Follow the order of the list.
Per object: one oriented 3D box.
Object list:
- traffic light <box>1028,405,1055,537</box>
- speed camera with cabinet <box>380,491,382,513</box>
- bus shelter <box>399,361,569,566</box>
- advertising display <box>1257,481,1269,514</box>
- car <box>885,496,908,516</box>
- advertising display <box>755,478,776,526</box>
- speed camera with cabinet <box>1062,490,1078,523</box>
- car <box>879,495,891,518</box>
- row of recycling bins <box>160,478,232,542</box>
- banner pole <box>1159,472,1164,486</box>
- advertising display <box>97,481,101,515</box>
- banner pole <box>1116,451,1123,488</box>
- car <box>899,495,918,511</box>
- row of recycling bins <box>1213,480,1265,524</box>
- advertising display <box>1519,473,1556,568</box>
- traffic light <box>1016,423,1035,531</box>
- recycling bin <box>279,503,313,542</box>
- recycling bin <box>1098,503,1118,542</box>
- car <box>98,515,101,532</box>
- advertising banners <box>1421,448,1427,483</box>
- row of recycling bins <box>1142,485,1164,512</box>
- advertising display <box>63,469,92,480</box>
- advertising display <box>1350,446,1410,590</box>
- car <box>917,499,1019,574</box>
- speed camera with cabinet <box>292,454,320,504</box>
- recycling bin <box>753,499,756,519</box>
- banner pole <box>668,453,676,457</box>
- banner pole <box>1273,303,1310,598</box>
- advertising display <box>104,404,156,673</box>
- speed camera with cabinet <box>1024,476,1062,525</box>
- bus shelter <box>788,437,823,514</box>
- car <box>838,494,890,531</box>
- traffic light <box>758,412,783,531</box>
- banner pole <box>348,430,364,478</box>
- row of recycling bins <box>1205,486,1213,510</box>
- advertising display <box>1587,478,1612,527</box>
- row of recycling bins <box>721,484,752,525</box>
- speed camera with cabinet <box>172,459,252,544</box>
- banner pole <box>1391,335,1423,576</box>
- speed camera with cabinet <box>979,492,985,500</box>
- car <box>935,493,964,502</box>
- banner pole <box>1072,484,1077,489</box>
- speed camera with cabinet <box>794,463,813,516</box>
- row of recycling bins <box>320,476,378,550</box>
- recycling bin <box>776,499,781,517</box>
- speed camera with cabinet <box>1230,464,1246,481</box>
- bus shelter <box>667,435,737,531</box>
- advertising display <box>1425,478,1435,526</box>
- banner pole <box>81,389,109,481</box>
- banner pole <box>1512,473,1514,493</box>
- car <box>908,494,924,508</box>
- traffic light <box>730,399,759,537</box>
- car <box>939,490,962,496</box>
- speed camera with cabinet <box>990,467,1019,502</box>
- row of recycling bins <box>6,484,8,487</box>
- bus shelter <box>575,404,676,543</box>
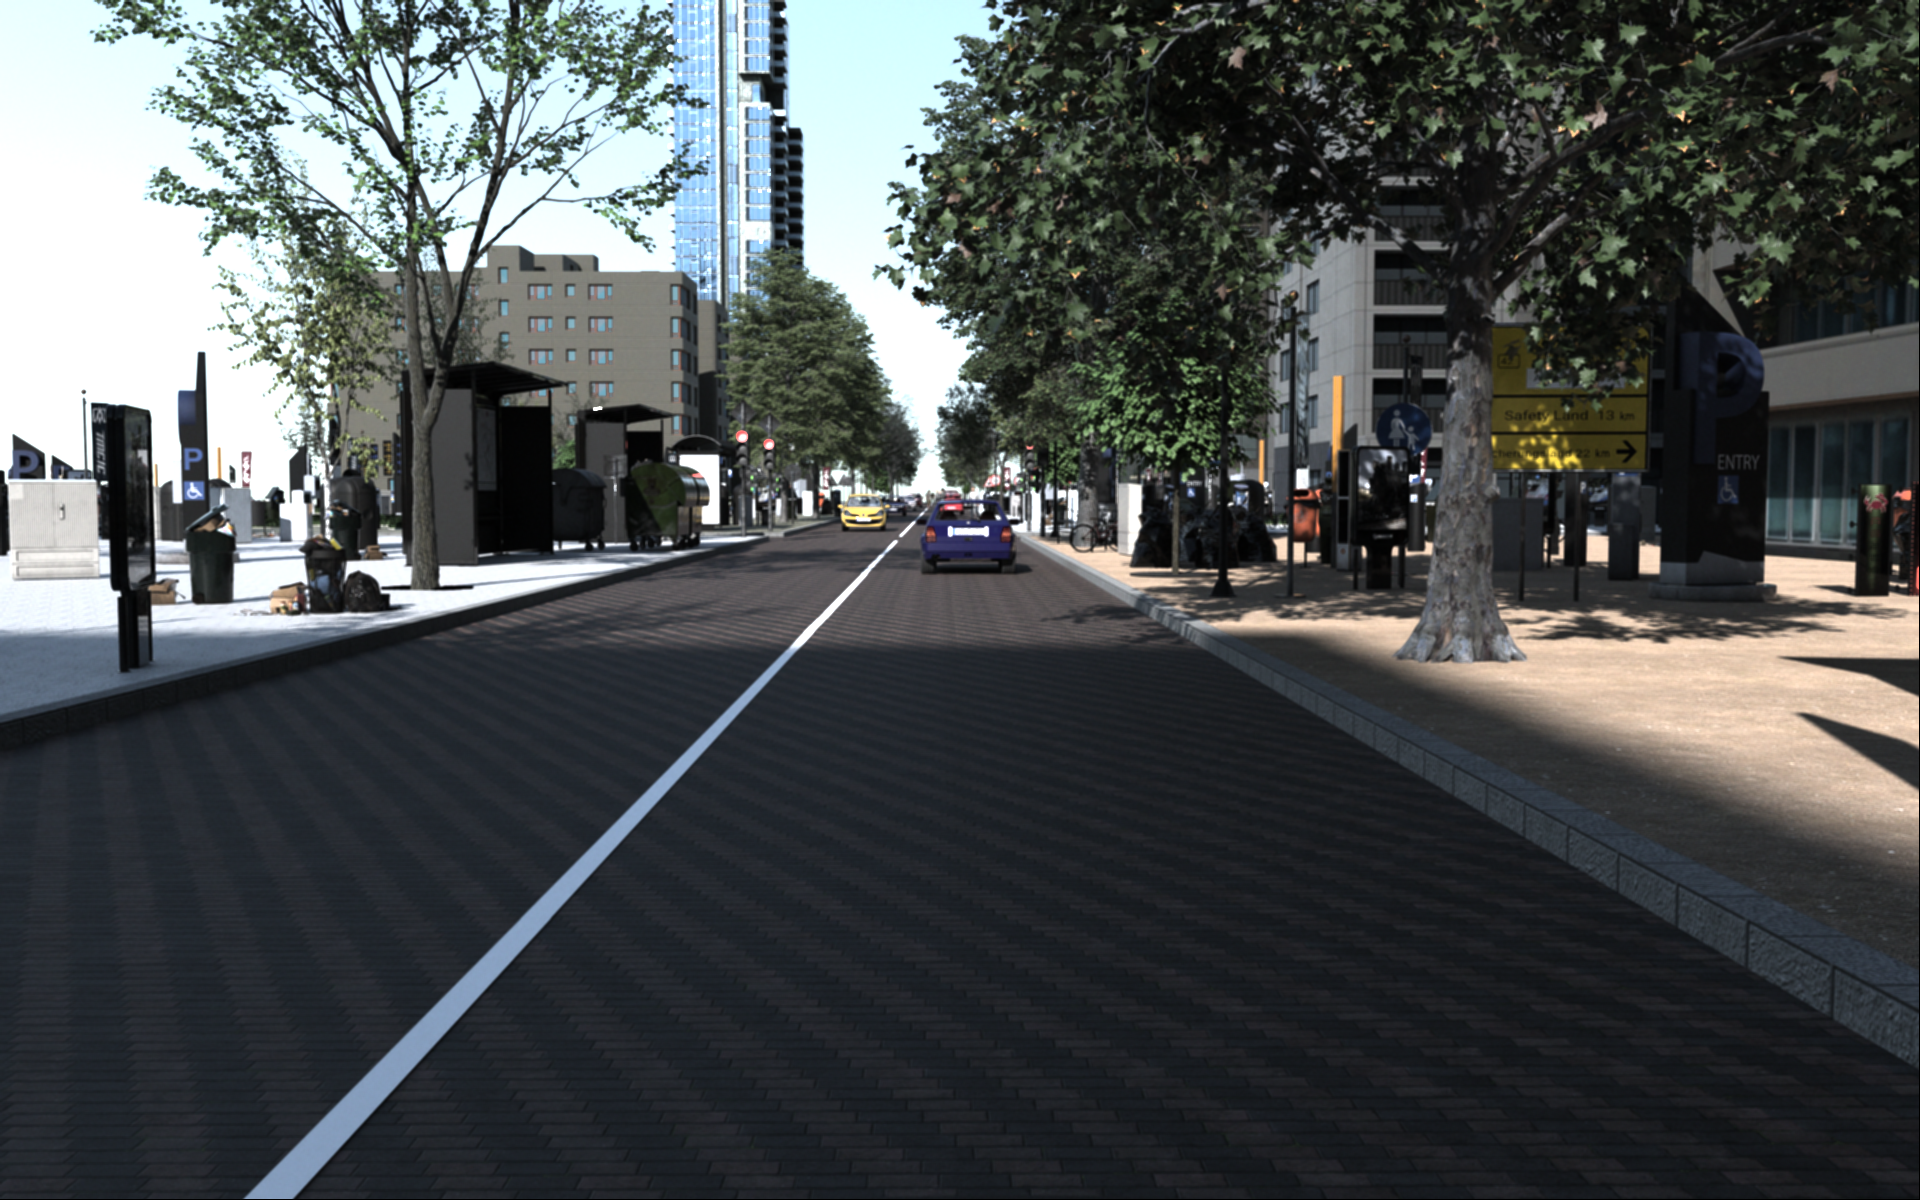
[{"bbox_3d":[2.448,-3.829,51.519,0.839,4.253,0.868,0,4,-1],"label":"traffic light"},{"bbox_3d":[-27.906,-5.289,80.811,0.660,3.252,2.038,1,4,21],"label":"speed camera with cabinet"},{"bbox_3d":[-9.121,-2.598,33.757,1.731,3.624,6.357,0,4,-1],"label":"bus shelter"},{"bbox_3d":[15.207,-5.067,88.061,0.974,1.923,0.123,0,4,-1],"label":"advertising display"},{"bbox_3d":[-4.371,-6.181,113.643,1.945,1.354,3.894,0,4,-1],"label":"car"},{"bbox_3d":[-7.932,-4.004,70.671,0.974,1.923,0.123,-3,5,-45],"label":"advertising display"},{"bbox_3d":[4.252,-5.005,76.171,2.038,3.252,0.660,0,4,-3],"label":"speed camera with cabinet"},{"bbox_3d":[-5.154,-5.598,103.531,2.014,1.417,4.499,0,4,-2],"label":"car"},{"bbox_3d":[-20.643,-2.425,46.765,1.069,1.692,3.534,-3,5,-44],"label":"row of recycling bins"},{"bbox_3d":[11.830,-6.846,101.941,0.401,3.779,0.863,2,4,30],"label":"banner pole"},{"bbox_3d":[-39.047,-4.441,77.825,0.123,1.923,0.974,2,4,27],"label":"advertising display"},{"bbox_3d":[8.212,-6.086,89.518,0.863,3.779,0.401,-3,5,-43],"label":"banner pole"},{"bbox_3d":[-4.725,-8.471,150.866,2.083,1.381,4.827,0,4,-1],"label":"car"},{"bbox_3d":[8.264,-2.661,50.627,1.069,1.692,3.534,0,4,0],"label":"row of recycling bins"},{"bbox_3d":[10.092,-1.536,30.328,0.123,1.923,0.974,-1,4,-14],"label":"advertising display"},{"bbox_3d":[2.361,-4.317,59.504,0.839,4.253,0.868,0,4,-1],"label":"traffic light"},{"bbox_3d":[-17.928,-2.093,46.779,0.722,1.027,0.722,-1,4,-10],"label":"recycling bin"},{"bbox_3d":[3.869,-2.076,46.499,0.722,1.027,0.722,0,4,8],"label":"recycling bin"},{"bbox_3d":[-29.851,-2.657,56.018,3.894,1.354,1.945,0,3,0],"label":"car"},{"bbox_3d":[11.018,-2.955,44.499,2.074,3.025,0.090,1,4,13],"label":"advertising banners"},{"bbox_3d":[9.636,-4.488,80.495,3.534,1.692,1.069,-3,5,-40],"label":"row of recycling bins"},{"bbox_3d":[-23.016,-2.447,45.223,0.123,1.923,0.974,1,4,11],"label":"advertising display"},{"bbox_3d":[5.664,-1.110,23.368,0.974,1.923,0.123,-2,4,-30],"label":"advertising display"},{"bbox_3d":[0.148,-1.212,32.395,1.945,1.354,3.894,0,3,0],"label":"car"},{"bbox_3d":[-31.710,-5.486,84.035,0.660,3.252,2.038,0,4,3],"label":"speed camera with cabinet"},{"bbox_3d":[-10.773,-4.637,88.367,0.722,1.027,0.722,0,4,-4],"label":"recycling bin"},{"bbox_3d":[-15.387,-6.339,93.665,0.863,3.779,0.401,-2,4,-32],"label":"banner pole"},{"bbox_3d":[4.129,-1.906,21.187,0.401,3.779,0.863,0,4,-7],"label":"banner pole"},{"bbox_3d":[-6.128,-0.466,12.832,0.123,1.923,0.974,-1,4,-14],"label":"advertising display"},{"bbox_3d":[3.387,-4.789,72.628,0.660,3.252,2.038,-2,4,-27],"label":"speed camera with cabinet"},{"bbox_3d":[-10.694,-8.589,118.065,2.179,5.291,8.768,0,4,-1],"label":"bus shelter"},{"bbox_3d":[-3.748,-3.522,67.813,2.015,1.641,3.980,0,4,-2],"label":"car"},{"bbox_3d":[-6.500,-4.310,59.391,0.839,4.253,0.868,0,4,-1],"label":"traffic light"},{"bbox_3d":[-23.583,-4.759,67.822,0.401,3.779,0.863,3,4,37],"label":"banner pole"},{"bbox_3d":[15.551,-5.853,102.805,3.534,1.692,1.069,2,4,24],"label":"row of recycling bins"},{"bbox_3d":[25.307,-3.869,68.472,0.974,1.923,0.123,3,4,36],"label":"advertising display"},{"bbox_3d":[-10.267,-3.914,71.113,3.534,1.692,1.069,0,4,2],"label":"row of recycling bins"},{"bbox_3d":[-18.996,-3.038,44.002,0.660,3.252,2.038,1,4,23],"label":"speed camera with cabinet"},{"bbox_3d":[7.151,-2.291,27.478,0.401,3.779,0.863,3,4,38],"label":"banner pole"},{"bbox_3d":[2.528,-8.406,131.776,2.038,3.252,0.660,-1,4,-13],"label":"speed camera with cabinet"},{"bbox_3d":[-0.625,-6.694,118.494,2.155,1.783,4.494,0,4,-1],"label":"car"},{"bbox_3d":[7.077,-7.238,108.354,0.863,3.779,0.401,-3,5,-44],"label":"banner pole"},{"bbox_3d":[-9.102,-6.610,102.404,0.660,3.252,2.038,-3,4,-37],"label":"speed camera with cabinet"},{"bbox_3d":[-14.573,-2.079,41.103,1.069,1.692,3.534,-2,4,-27],"label":"row of recycling bins"},{"bbox_3d":[-10.001,-5.245,98.303,0.722,1.027,0.722,-2,4,-24],"label":"recycling bin"},{"bbox_3d":[13.168,-5.280,80.662,0.660,3.252,2.038,2,4,28],"label":"speed camera with cabinet"},{"bbox_3d":[-9.023,-4.161,61.949,2.014,3.302,5.546,0,4,-1],"label":"bus shelter"},{"bbox_3d":[18.488,-3.871,68.506,0.123,1.923,0.974,-1,4,-14],"label":"advertising display"},{"bbox_3d":[-20.757,-3.153,41.571,0.401,3.779,0.863,2,4,32],"label":"banner pole"},{"bbox_3d":[22.529,-4.926,70.563,0.401,3.779,0.863,1,4,20],"label":"banner pole"},{"bbox_3d":[-4.858,-10.604,182.413,2.155,1.783,4.494,0,4,0],"label":"car"},{"bbox_3d":[-6.412,-3.822,51.406,0.839,4.253,0.868,0,4,-1],"label":"traffic light"},{"bbox_3d":[-0.932,-9.804,168.974,2.281,1.827,5.304,0,4,0],"label":"car"},{"bbox_3d":[3.303,-8.219,128.723,2.038,3.252,0.660,1,4,10],"label":"speed camera with cabinet"},{"bbox_3d":[-53.453,-5.563,98.062,1.069,1.692,3.534,2,4,34],"label":"row of recycling bins"},{"bbox_3d":[-9.254,-3.490,48.341,1.731,3.624,6.357,0,4,-1],"label":"bus shelter"}]
